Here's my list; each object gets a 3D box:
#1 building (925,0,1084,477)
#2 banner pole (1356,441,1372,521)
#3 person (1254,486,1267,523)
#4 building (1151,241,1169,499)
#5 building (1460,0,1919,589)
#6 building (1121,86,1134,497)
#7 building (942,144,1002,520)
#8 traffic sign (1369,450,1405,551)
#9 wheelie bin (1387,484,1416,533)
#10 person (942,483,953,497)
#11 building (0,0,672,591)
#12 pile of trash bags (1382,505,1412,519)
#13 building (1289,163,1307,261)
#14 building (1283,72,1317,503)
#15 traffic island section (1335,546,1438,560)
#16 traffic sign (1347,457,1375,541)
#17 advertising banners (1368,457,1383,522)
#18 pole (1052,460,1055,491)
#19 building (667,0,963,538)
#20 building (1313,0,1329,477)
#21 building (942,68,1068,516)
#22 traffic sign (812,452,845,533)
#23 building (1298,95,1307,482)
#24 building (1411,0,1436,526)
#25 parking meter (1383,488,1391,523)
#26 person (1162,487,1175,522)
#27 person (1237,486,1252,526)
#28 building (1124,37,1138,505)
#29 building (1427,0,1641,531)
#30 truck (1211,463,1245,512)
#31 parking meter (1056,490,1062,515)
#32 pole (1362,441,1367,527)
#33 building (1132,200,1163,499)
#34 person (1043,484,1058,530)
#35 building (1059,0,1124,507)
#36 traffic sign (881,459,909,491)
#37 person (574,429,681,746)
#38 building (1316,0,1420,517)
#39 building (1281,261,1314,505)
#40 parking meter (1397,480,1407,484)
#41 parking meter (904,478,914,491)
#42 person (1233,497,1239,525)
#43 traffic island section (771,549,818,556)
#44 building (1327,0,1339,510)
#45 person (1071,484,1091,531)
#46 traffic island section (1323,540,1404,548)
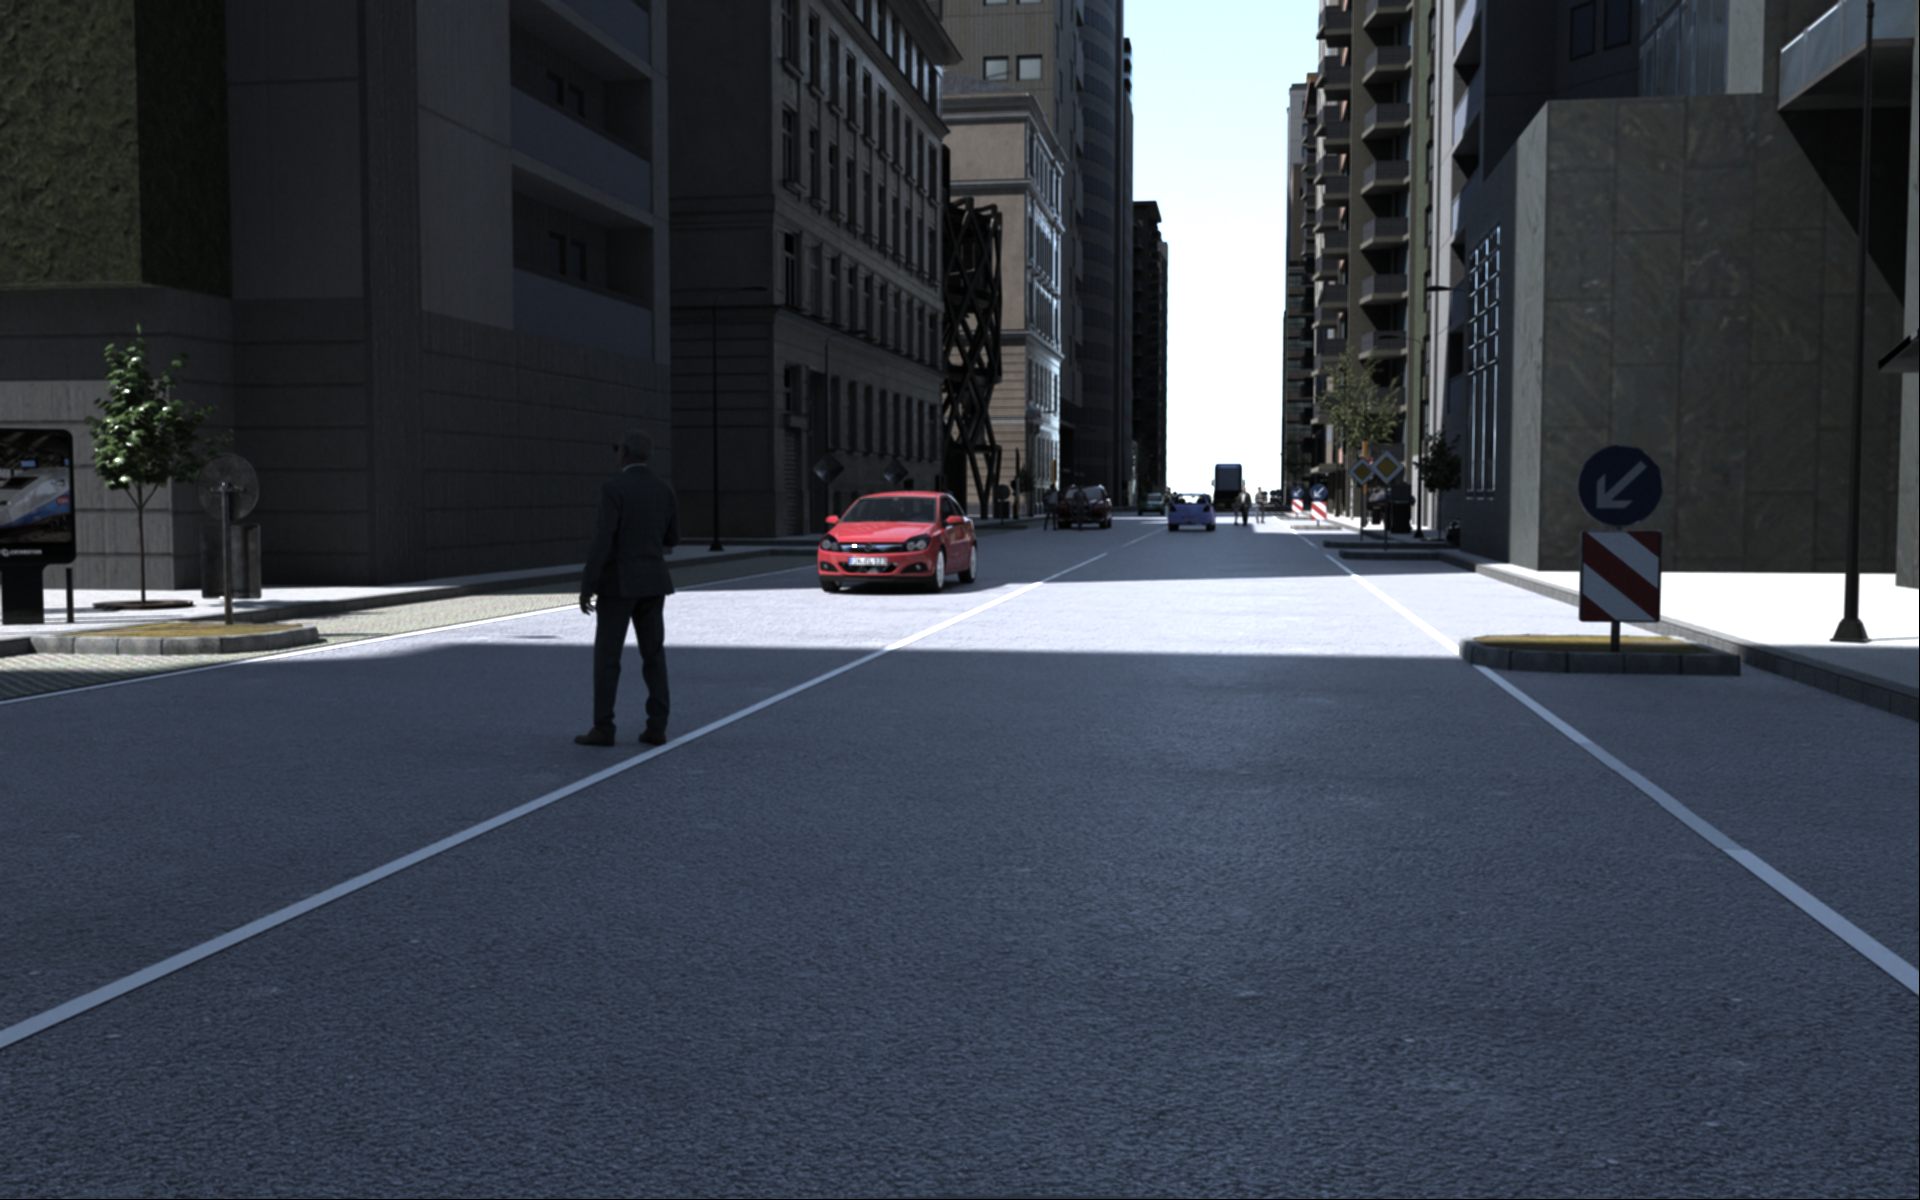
[{"bbox_3d":[-4.457,-33.642,139.284,28.713,52.752,27.495,1,4,9],"label":"building"},{"bbox_3d":[19.116,-5.604,81.637,0.863,3.779,0.401,0,3,0],"label":"banner pole"},{"bbox_3d":[14.669,-4.632,84.437,0.606,1.804,0.583,-3,5,-43],"label":"person"},{"bbox_3d":[25.468,-36.093,273.719,14.154,41.232,14.086,1,4,9],"label":"building"},{"bbox_3d":[19.810,-43.226,19.415,22.319,86.520,31.000,1,4,9],"label":"building"},{"bbox_3d":[11.377,-32.904,188.092,14.600,45.320,14.200,1,4,9],"label":"building"},{"bbox_3d":[-6.461,-13.533,88.713,16.820,18.784,16.811,1,4,9],"label":"building"},{"bbox_3d":[9.597,-2.163,39.008,0.795,2.450,0.064,1,4,9],"label":"traffic sign"},{"bbox_3d":[14.370,-2.976,56.570,0.980,1.594,0.693,1,4,12],"label":"wheelie bin"},{"bbox_3d":[-0.461,-3.075,58.866,0.778,1.811,0.616,-2,4,-24],"label":"person"},{"bbox_3d":[-20.684,-30.032,33.023,28.212,58.520,21.231,1,4,9],"label":"building"},{"bbox_3d":[22.186,-4.748,87.379,1.912,1.369,3.447,0,4,-7],"label":"pile of trash bags"},{"bbox_3d":[50.424,-35.335,227.843,14.600,45.320,14.200,1,4,9],"label":"building"},{"bbox_3d":[57.174,-43.168,247.789,21.231,58.520,28.212,1,4,9],"label":"building"},{"bbox_3d":[9.622,-1.028,39.082,2.009,0.180,2.903,1,4,9],"label":"traffic island section"},{"bbox_3d":[10.881,-2.645,46.890,0.795,2.450,0.064,1,4,9],"label":"traffic sign"},{"bbox_3d":[19.442,-5.144,80.298,0.090,3.025,2.074,-1,4,-18],"label":"advertising banners"},{"bbox_3d":[5.586,-6.697,103.332,0.158,3.312,0.155,0,3,0],"label":"pole"},{"bbox_3d":[-10.218,-14.147,64.585,16.112,22.955,30.059,1,4,9],"label":"building"},{"bbox_3d":[45.069,-34.320,150.374,28.713,52.752,27.495,1,4,9],"label":"building"},{"bbox_3d":[-0.649,-19.962,112.285,13.634,28.700,20.117,1,4,9],"label":"building"},{"bbox_3d":[-3.126,-2.291,41.094,0.795,2.450,0.064,1,4,9],"label":"traffic sign"},{"bbox_3d":[46.591,-32.064,178.868,22.147,44.769,28.867,1,4,9],"label":"building"},{"bbox_3d":[26.359,-18.446,73.297,14.160,30.474,14.107,1,4,9],"label":"building"},{"bbox_3d":[18.954,-4.182,76.787,0.372,1.533,0.369,0,3,0],"label":"parking meter"},{"bbox_3d":[10.429,-4.746,86.439,0.623,1.781,0.721,-3,5,-43],"label":"person"},{"bbox_3d":[12.892,-4.262,78.582,0.661,1.777,0.834,1,4,17],"label":"person"},{"bbox_3d":[12.108,-55.604,221.797,22.319,86.520,31.000,1,4,9],"label":"building"},{"bbox_3d":[29.936,-31.193,52.006,28.212,58.520,21.231,1,4,9],"label":"building"},{"bbox_3d":[22.604,-9.550,145.906,2.967,4.110,18.799,1,4,9],"label":"truck"},{"bbox_3d":[6.171,-6.075,107.730,0.372,1.533,0.369,0,3,0],"label":"parking meter"},{"bbox_3d":[15.641,-4.475,67.014,0.158,3.312,0.155,0,3,0],"label":"pole"},{"bbox_3d":[17.975,-36.578,252.680,22.147,44.769,28.867,1,4,9],"label":"building"},{"bbox_3d":[3.591,-3.680,68.777,0.679,1.850,0.850,-2,4,-28],"label":"person"},{"bbox_3d":[4.244,-38.222,166.925,21.231,58.520,28.212,1,4,9],"label":"building"},{"bbox_3d":[-1.842,-2.773,48.975,0.795,2.450,0.064,1,4,9],"label":"traffic sign"},{"bbox_3d":[-1.938,-0.079,9.968,0.590,1.801,0.661,3,5,40],"label":"person"},{"bbox_3d":[32.308,-27.345,101.715,22.147,44.769,28.867,1,4,9],"label":"building"},{"bbox_3d":[47.352,-27.055,214.044,14.160,30.474,14.107,1,4,9],"label":"building"},{"bbox_3d":[18.444,-4.070,72.248,0.399,1.863,0.255,0,4,-1],"label":"parking meter"},{"bbox_3d":[-1.918,-3.604,64.642,0.255,1.863,0.399,2,4,25],"label":"parking meter"},{"bbox_3d":[12.768,-4.106,79.912,0.394,1.301,0.425,-2,4,-35],"label":"person"},{"bbox_3d":[-3.151,-1.155,41.159,2.009,0.180,2.903,1,4,9],"label":"traffic island section"},{"bbox_3d":[35.100,-29.421,131.137,14.600,45.320,14.200,1,4,9],"label":"building"},{"bbox_3d":[4.751,-3.635,68.054,0.709,1.813,0.853,-1,4,-22],"label":"person"},{"bbox_3d":[10.906,-1.510,46.963,2.009,0.180,2.903,1,4,9],"label":"traffic island section"}]
